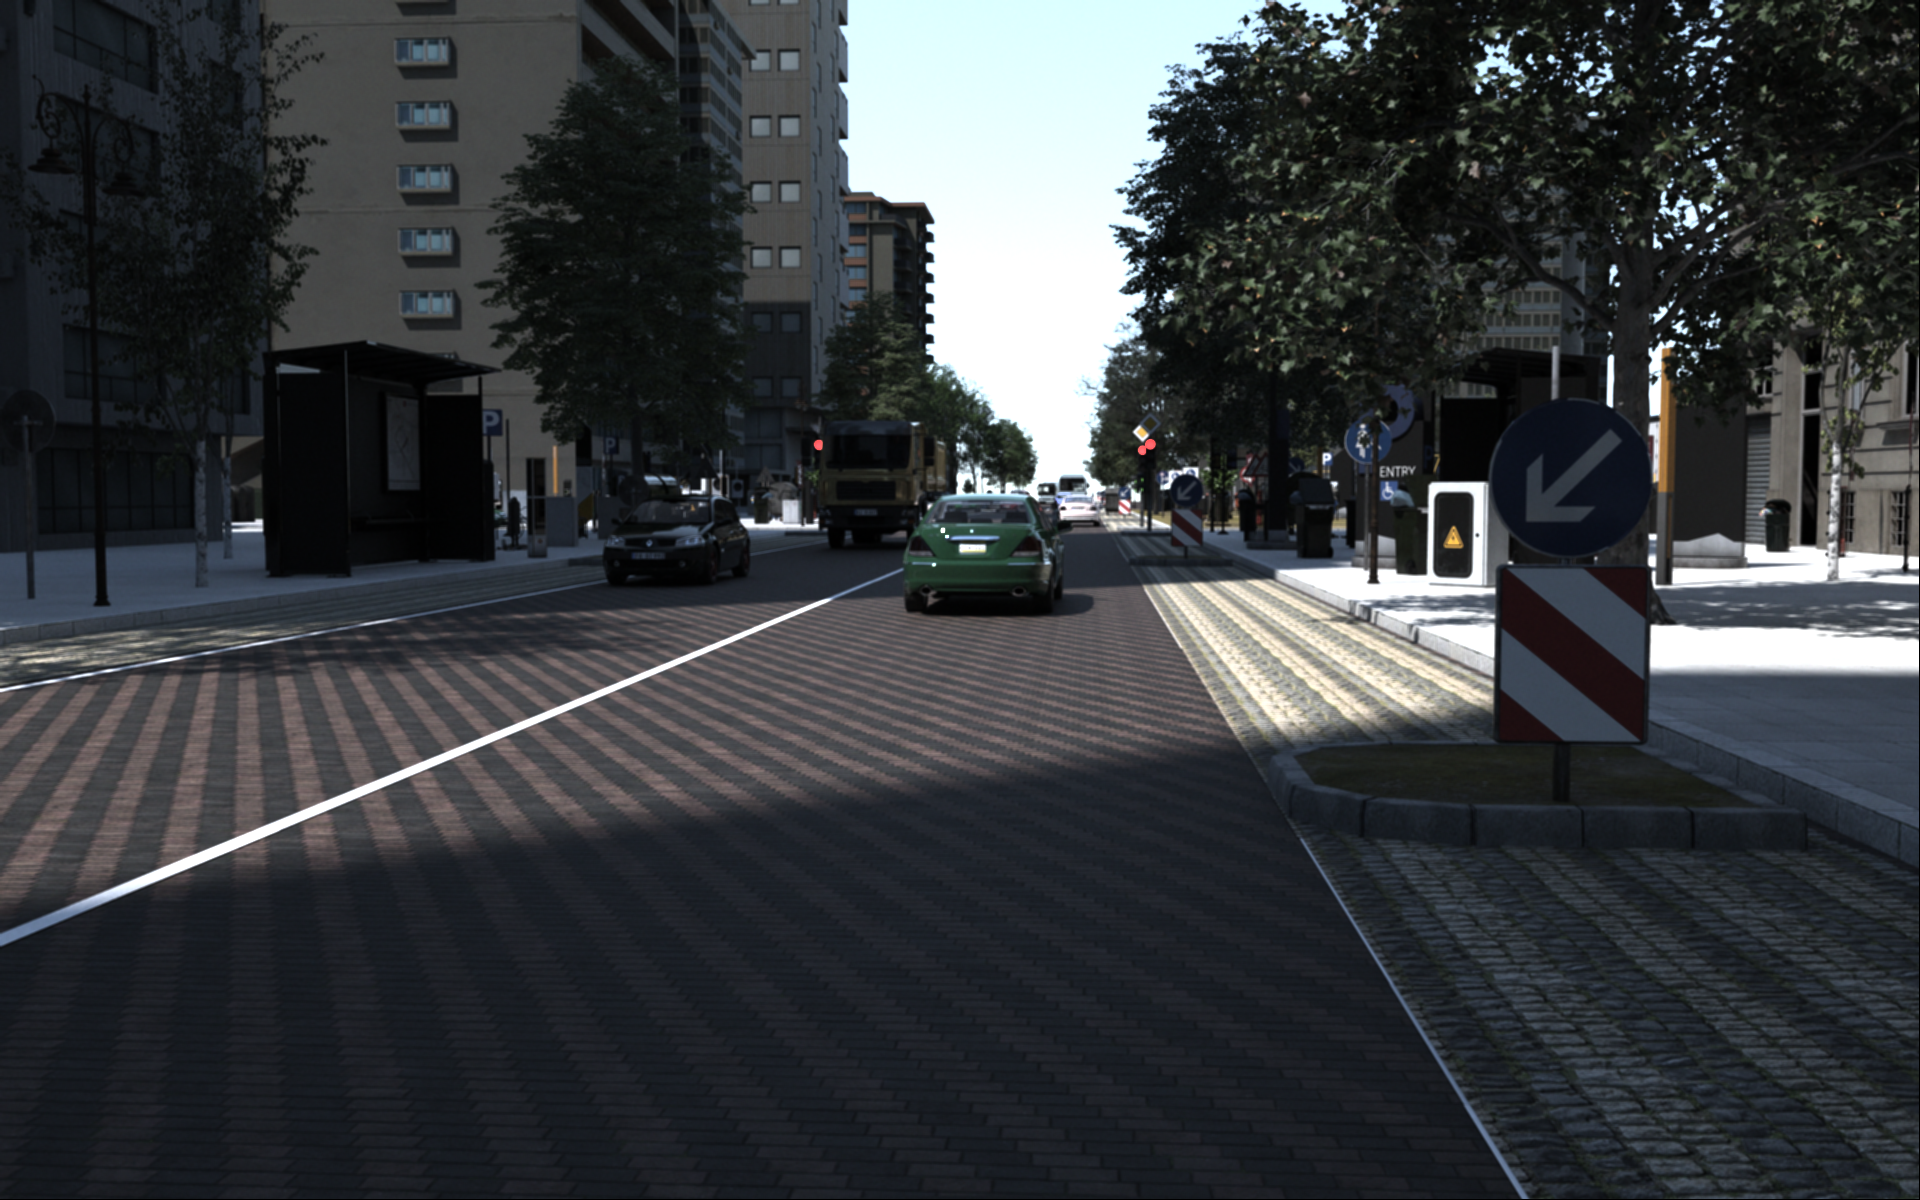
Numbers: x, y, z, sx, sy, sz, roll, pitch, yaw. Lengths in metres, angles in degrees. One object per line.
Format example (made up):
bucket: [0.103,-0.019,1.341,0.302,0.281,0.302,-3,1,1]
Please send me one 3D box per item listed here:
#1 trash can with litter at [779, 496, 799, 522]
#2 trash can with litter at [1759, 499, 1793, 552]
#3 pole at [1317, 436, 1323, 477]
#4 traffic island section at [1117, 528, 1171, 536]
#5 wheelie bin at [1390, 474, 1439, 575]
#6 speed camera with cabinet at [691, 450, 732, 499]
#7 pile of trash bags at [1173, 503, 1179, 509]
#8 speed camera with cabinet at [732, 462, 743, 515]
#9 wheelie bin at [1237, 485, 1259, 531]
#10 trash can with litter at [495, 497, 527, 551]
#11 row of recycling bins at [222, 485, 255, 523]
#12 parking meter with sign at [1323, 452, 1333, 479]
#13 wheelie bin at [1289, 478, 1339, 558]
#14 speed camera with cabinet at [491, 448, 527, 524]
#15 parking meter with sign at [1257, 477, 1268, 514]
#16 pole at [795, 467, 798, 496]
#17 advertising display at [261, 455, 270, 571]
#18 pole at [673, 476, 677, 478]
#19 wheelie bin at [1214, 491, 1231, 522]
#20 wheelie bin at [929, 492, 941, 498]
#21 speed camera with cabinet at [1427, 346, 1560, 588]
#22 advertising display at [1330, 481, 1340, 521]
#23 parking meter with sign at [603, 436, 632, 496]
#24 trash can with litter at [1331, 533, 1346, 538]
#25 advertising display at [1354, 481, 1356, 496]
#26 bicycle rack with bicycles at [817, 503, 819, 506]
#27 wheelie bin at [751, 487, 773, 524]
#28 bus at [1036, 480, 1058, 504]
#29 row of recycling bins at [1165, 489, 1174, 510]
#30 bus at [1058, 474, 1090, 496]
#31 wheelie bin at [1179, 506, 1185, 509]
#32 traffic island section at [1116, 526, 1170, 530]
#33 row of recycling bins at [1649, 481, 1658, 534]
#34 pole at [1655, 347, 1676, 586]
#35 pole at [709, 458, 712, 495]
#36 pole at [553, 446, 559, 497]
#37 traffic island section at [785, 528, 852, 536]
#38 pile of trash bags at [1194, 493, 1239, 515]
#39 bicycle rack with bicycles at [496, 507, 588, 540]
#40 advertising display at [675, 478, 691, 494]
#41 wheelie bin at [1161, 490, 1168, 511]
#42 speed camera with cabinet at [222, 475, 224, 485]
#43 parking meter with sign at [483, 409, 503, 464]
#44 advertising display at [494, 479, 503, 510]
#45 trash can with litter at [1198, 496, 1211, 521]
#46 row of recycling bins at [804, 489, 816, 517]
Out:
trash can with litter: [-7.874,-4.180,79.733,1.055,1.170,0.624,2,4,32]
trash can with litter: [18.157,-1.659,38.513,0.624,1.170,1.055,2,4,31]
pole: [12.413,-4.032,59.760,0.158,3.312,0.155,0,3,0]
traffic island section: [6.539,-2.280,59.565,2.009,0.180,2.903,0,4,4]
wheelie bin: [7.296,-1.206,27.634,0.980,1.594,0.693,-2,4,-24]
speed camera with cabinet: [-11.438,-5.106,77.813,2.038,3.252,0.660,0,4,6]
pile of trash bags: [18.197,-7.594,133.921,3.447,1.369,1.912,-2,4,-31]
speed camera with cabinet: [-14.499,-6.914,107.387,2.038,3.252,0.660,-1,4,-18]
wheelie bin: [9.931,-3.174,59.796,0.693,1.594,0.980,1,4,15]
trash can with litter: [-10.456,-1.769,39.986,1.678,1.210,2.233,0,4,-5]
row of recycling bins: [-33.244,-4.383,78.768,1.069,1.692,3.534,1,4,10]
parking meter with sign: [15.049,-4.627,71.912,0.543,3.016,1.738,1,4,22]
wheelie bin: [7.078,-1.644,34.790,0.980,1.594,0.693,0,4,-7]
speed camera with cabinet: [-19.775,-4.942,75.136,2.038,3.252,0.660,-3,5,-40]
parking meter with sign: [19.608,-6.971,110.231,1.738,3.016,0.543,-2,4,-26]
pole: [-12.283,-8.323,129.925,0.158,3.312,0.155,0,3,0]
advertising display: [-11.723,-1.476,29.351,0.123,1.923,0.974,-1,4,-19]
pole: [-14.994,-5.952,91.158,0.158,3.312,0.155,0,3,0]
wheelie bin: [11.930,-4.344,78.939,0.980,1.594,0.693,-2,4,-25]
wheelie bin: [-1.881,-7.507,130.643,0.980,1.594,0.693,-2,4,-29]
speed camera with cabinet: [7.399,-1.794,23.670,0.660,3.252,2.038,-3,4,-38]
advertising display: [18.014,-4.832,84.214,0.123,1.923,0.974,-3,5,-41]
parking meter with sign: [-10.102,-3.470,52.997,0.543,3.016,1.738,2,4,30]
trash can with litter: [11.371,-2.409,50.447,2.233,1.210,1.678,-1,4,-23]
advertising display: [20.391,-5.038,87.588,0.974,1.923,0.123,-1,4,-11]
bicycle rack with bicycles: [-9.161,-6.819,124.866,2.925,0.926,2.852,0,4,0]
wheelie bin: [-8.516,-4.074,74.523,0.980,1.594,0.693,0,4,-1]
bus: [13.018,-15.867,254.281,2.948,3.499,13.247,0,4,6]
row of recycling bins: [16.618,-8.005,138.002,1.069,1.692,3.534,1,4,9]
bus: [10.752,-10.354,164.152,2.948,3.499,13.247,0,4,5]
wheelie bin: [14.968,-6.596,115.759,0.980,1.594,0.693,3,4,36]
traffic island section: [7.117,-2.767,67.529,2.009,0.180,2.903,0,4,4]
row of recycling bins: [21.252,-3.000,56.166,3.534,1.692,1.069,1,4,22]
pole: [9.884,-1.858,24.224,0.158,3.312,0.155,0,3,0]
pole: [-14.097,-6.364,97.897,0.158,3.312,0.155,0,3,0]
pole: [-17.157,-4.877,73.574,0.158,3.312,0.155,0,3,0]
traffic island section: [-4.872,-2.331,60.396,2.009,0.180,2.903,0,4,4]
pile of trash bags: [15.804,-5.931,106.726,3.447,1.369,1.912,0,4,-6]
bicycle rack with bicycles: [-11.648,-2.187,49.134,2.852,0.926,2.925,2,4,26]
advertising display: [-11.551,-4.042,71.303,0.974,1.923,0.123,0,4,7]
wheelie bin: [15.078,-7.473,130.091,0.980,1.594,0.693,-1,4,-17]
speed camera with cabinet: [-35.902,-5.466,83.705,0.660,3.252,2.038,-1,4,-21]
parking meter with sign: [-10.079,-2.452,36.358,0.543,3.016,1.738,-2,4,-29]
advertising display: [-20.710,-4.371,76.675,0.974,1.923,0.123,1,4,16]
trash can with litter: [12.954,-5.062,93.819,1.678,1.210,2.233,-1,4,-20]
row of recycling bins: [-7.189,-5.557,97.975,3.534,1.692,1.069,1,4,11]
